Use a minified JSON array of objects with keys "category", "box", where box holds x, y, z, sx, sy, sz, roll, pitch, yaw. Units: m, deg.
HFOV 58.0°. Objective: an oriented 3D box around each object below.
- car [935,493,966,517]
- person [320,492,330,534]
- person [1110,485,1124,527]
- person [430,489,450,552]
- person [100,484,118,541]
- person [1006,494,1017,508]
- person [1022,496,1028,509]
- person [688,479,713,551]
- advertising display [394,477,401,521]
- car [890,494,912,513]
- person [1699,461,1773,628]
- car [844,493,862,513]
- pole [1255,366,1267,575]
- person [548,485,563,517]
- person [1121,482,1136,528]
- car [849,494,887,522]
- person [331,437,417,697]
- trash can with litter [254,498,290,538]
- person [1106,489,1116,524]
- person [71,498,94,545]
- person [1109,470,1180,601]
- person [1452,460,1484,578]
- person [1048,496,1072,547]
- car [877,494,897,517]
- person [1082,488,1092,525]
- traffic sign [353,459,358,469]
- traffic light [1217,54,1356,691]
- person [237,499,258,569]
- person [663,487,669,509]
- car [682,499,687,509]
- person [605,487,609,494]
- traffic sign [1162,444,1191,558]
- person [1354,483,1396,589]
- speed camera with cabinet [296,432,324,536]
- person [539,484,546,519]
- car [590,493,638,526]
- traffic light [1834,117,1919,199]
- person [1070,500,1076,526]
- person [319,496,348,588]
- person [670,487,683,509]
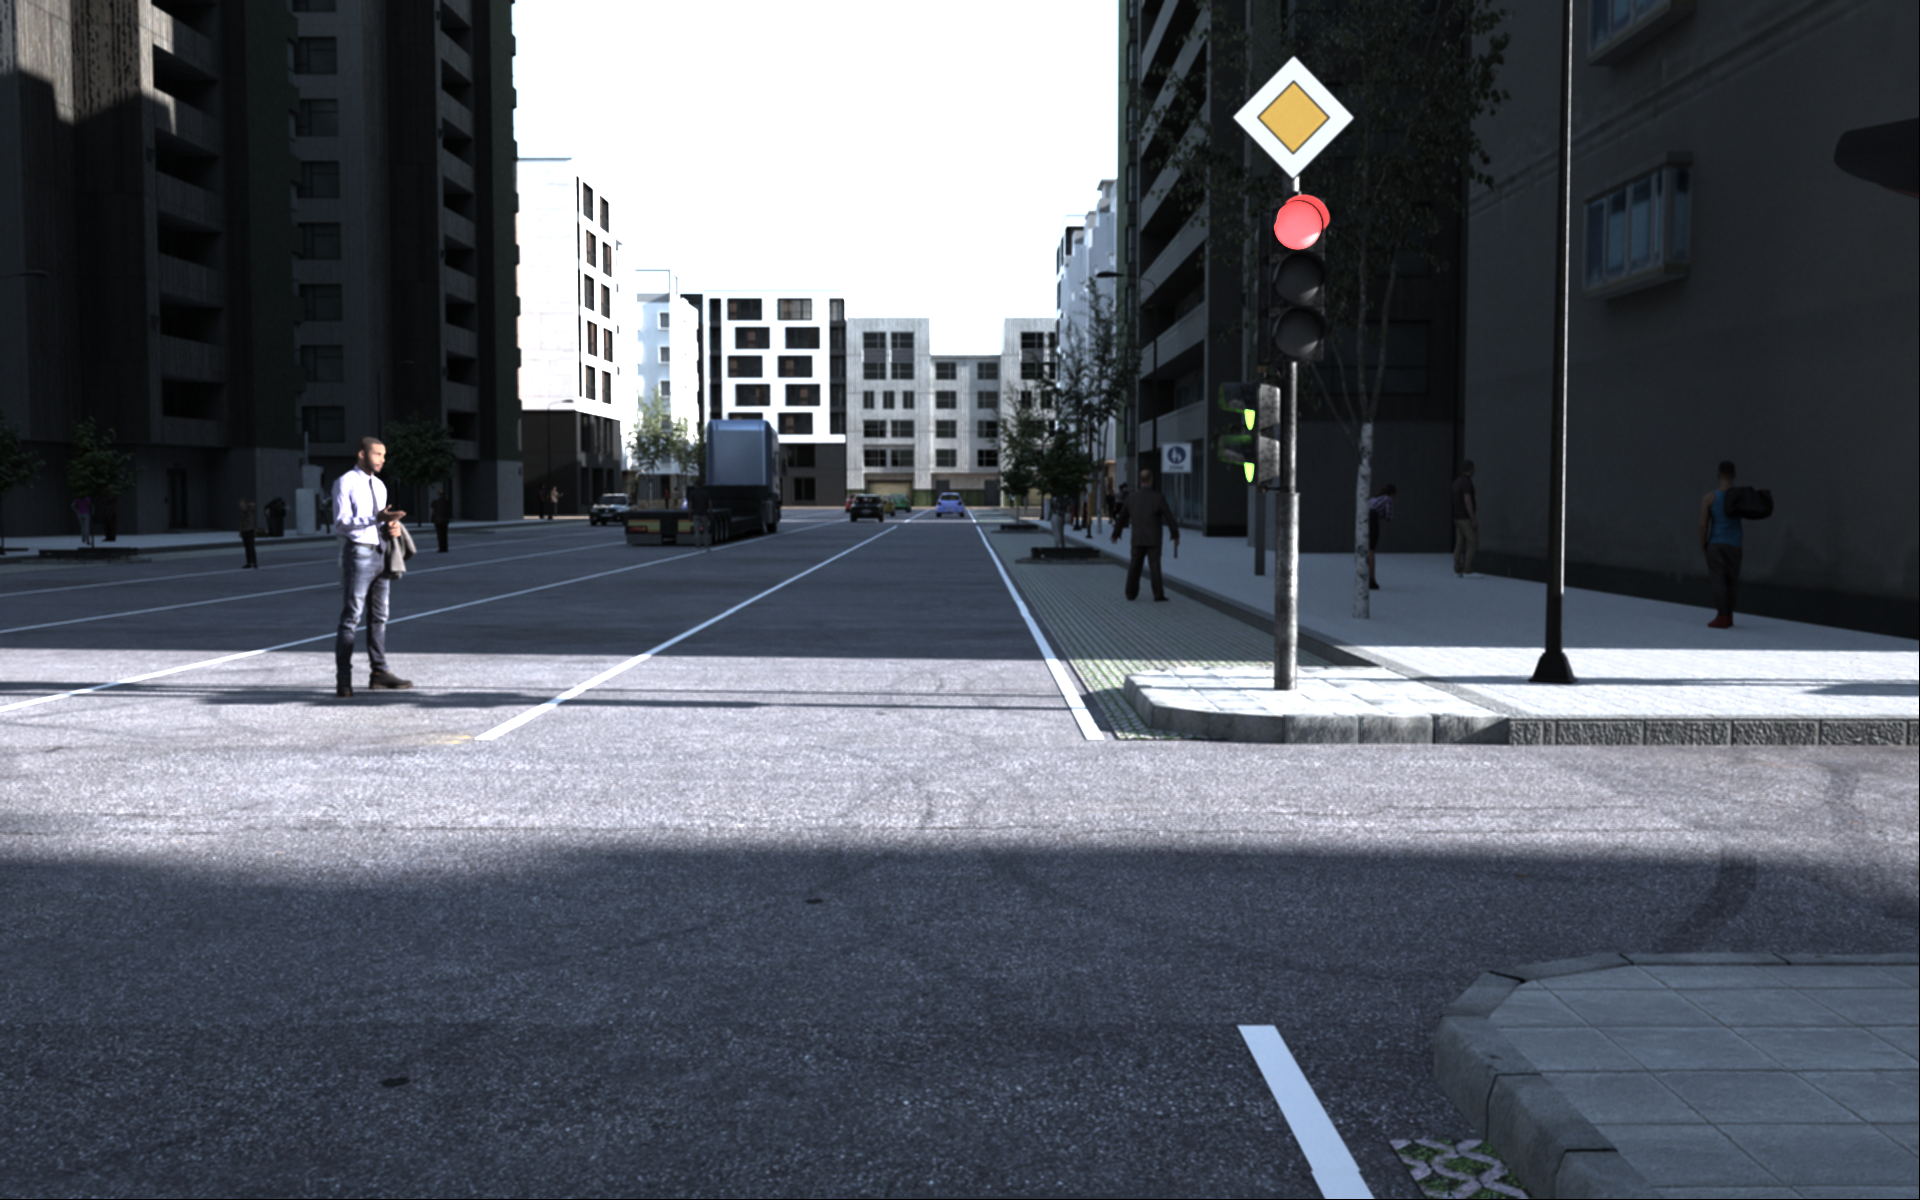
[{"category":"car","box":[-0.587,-6.023,108.063,1.945,1.707,3.694,0,4,2]},{"category":"person","box":[-20.674,-2.940,56.169,0.516,1.574,0.319,0,4,8]},{"category":"person","box":[6.166,-3.704,68.062,0.566,1.644,0.517,2,4,29]},{"category":"person","box":[-12.819,-1.952,42.686,0.482,1.546,0.388,-2,4,-33]},{"category":"person","box":[-23.012,-2.359,46.879,0.482,1.546,0.388,2,4,33]},{"category":"person","box":[5.024,-9.751,167.911,1.348,1.826,0.705,2,4,26]},{"category":"person","box":[5.473,-8.459,144.355,0.705,1.824,1.348,-1,4,-15]},{"category":"person","box":[-6.507,-2.131,43.467,0.598,1.807,0.434,0,4,-5]},{"category":"advertising display","box":[-20.799,-3.600,64.066,0.123,1.923,0.974,-1,4,-14]},{"category":"car","box":[-4.754,-7.693,134.581,1.959,1.807,4.718,0,4,2]},{"category":"person","box":[7.401,-0.531,16.601,0.647,1.594,0.662,0,4,-2]},{"category":"car","box":[-7.998,-7.744,135.653,2.155,1.783,4.494,0,4,0]},{"category":"pole","box":[4.748,-2.047,27.320,0.158,3.312,0.155,0,3,0]},{"category":"person","box":[-22.520,-5.497,96.452,0.617,1.759,0.750,2,4,24]},{"category":"person","box":[6.406,-3.589,65.520,0.742,1.727,0.445,3,4,36]},{"category":"car","box":[-4.841,-4.960,90.883,2.009,1.686,4.222,0,4,-1]},{"category":"person","box":[-4.170,-0.250,12.463,0.599,1.838,0.709,1,4,17]},{"category":"trash can with litter","box":[-20.380,-2.431,51.127,0.624,1.170,1.055,2,4,31]},{"category":"person","box":[6.518,-4.055,74.881,0.480,1.512,0.613,-1,4,-18]},{"category":"person","box":[-22.104,-2.107,43.726,0.726,1.435,0.776,-1,4,-16]},{"category":"person","box":[2.491,-0.866,23.218,0.990,1.755,0.434,2,4,30]},{"category":"person","box":[7.781,-1.246,26.535,0.434,1.807,0.598,0,4,4]},{"category":"person","box":[2.325,-1.943,40.988,0.376,1.734,0.841,3,4,37]},{"category":"car","box":[-5.053,-6.198,111.556,2.015,1.641,3.980,0,4,0]},{"category":"person","box":[5.208,-3.815,70.887,0.387,1.526,0.523,-2,4,-33]},{"category":"traffic sign","box":[-20.611,-3.654,59.841,0.768,2.556,0.104,1,4,10]},{"category":"traffic light","box":[2.117,-1.366,11.258,0.839,4.253,0.868,0,3,0]},{"category":"person","box":[-13.682,-1.277,33.297,0.435,1.345,0.340,0,4,5]},{"category":"person","box":[-23.752,-8.206,140.150,0.705,1.831,1.348,0,4,4]},{"category":"car","box":[-18.302,-6.811,120.944,1.945,1.707,3.694,0,4,2]},{"category":"person","box":[-22.869,-6.475,112.618,0.721,1.735,1.217,0,4,3]},{"category":"traffic sign","box":[4.314,-1.984,34.567,0.606,2.300,0.079,0,4,3]},{"category":"person","box":[5.604,-0.861,23.360,0.697,1.427,0.421,-2,4,-35]},{"category":"speed camera with cabinet","box":[-20.356,-3.665,54.261,0.660,3.252,2.038,-1,4,-12]},{"category":"person","box":[-21.828,-5.170,90.539,0.705,1.831,1.348,0,4,-7]},{"category":"car","box":[-15.930,-4.283,79.812,2.009,1.686,4.222,0,4,-2]},{"category":"traffic light","box":[0.028,-1.741,3.131,4.771,5.953,1.251,0,3,0]},{"category":"person","box":[4.601,-3.794,69.772,0.444,1.614,0.593,3,5,39]},{"category":"person","box":[-9.277,-1.044,26.298,0.841,1.734,0.376,2,4,25]},{"category":"person","box":[-22.579,-8.052,137.690,1.348,1.824,0.705,2,4,30]}]
